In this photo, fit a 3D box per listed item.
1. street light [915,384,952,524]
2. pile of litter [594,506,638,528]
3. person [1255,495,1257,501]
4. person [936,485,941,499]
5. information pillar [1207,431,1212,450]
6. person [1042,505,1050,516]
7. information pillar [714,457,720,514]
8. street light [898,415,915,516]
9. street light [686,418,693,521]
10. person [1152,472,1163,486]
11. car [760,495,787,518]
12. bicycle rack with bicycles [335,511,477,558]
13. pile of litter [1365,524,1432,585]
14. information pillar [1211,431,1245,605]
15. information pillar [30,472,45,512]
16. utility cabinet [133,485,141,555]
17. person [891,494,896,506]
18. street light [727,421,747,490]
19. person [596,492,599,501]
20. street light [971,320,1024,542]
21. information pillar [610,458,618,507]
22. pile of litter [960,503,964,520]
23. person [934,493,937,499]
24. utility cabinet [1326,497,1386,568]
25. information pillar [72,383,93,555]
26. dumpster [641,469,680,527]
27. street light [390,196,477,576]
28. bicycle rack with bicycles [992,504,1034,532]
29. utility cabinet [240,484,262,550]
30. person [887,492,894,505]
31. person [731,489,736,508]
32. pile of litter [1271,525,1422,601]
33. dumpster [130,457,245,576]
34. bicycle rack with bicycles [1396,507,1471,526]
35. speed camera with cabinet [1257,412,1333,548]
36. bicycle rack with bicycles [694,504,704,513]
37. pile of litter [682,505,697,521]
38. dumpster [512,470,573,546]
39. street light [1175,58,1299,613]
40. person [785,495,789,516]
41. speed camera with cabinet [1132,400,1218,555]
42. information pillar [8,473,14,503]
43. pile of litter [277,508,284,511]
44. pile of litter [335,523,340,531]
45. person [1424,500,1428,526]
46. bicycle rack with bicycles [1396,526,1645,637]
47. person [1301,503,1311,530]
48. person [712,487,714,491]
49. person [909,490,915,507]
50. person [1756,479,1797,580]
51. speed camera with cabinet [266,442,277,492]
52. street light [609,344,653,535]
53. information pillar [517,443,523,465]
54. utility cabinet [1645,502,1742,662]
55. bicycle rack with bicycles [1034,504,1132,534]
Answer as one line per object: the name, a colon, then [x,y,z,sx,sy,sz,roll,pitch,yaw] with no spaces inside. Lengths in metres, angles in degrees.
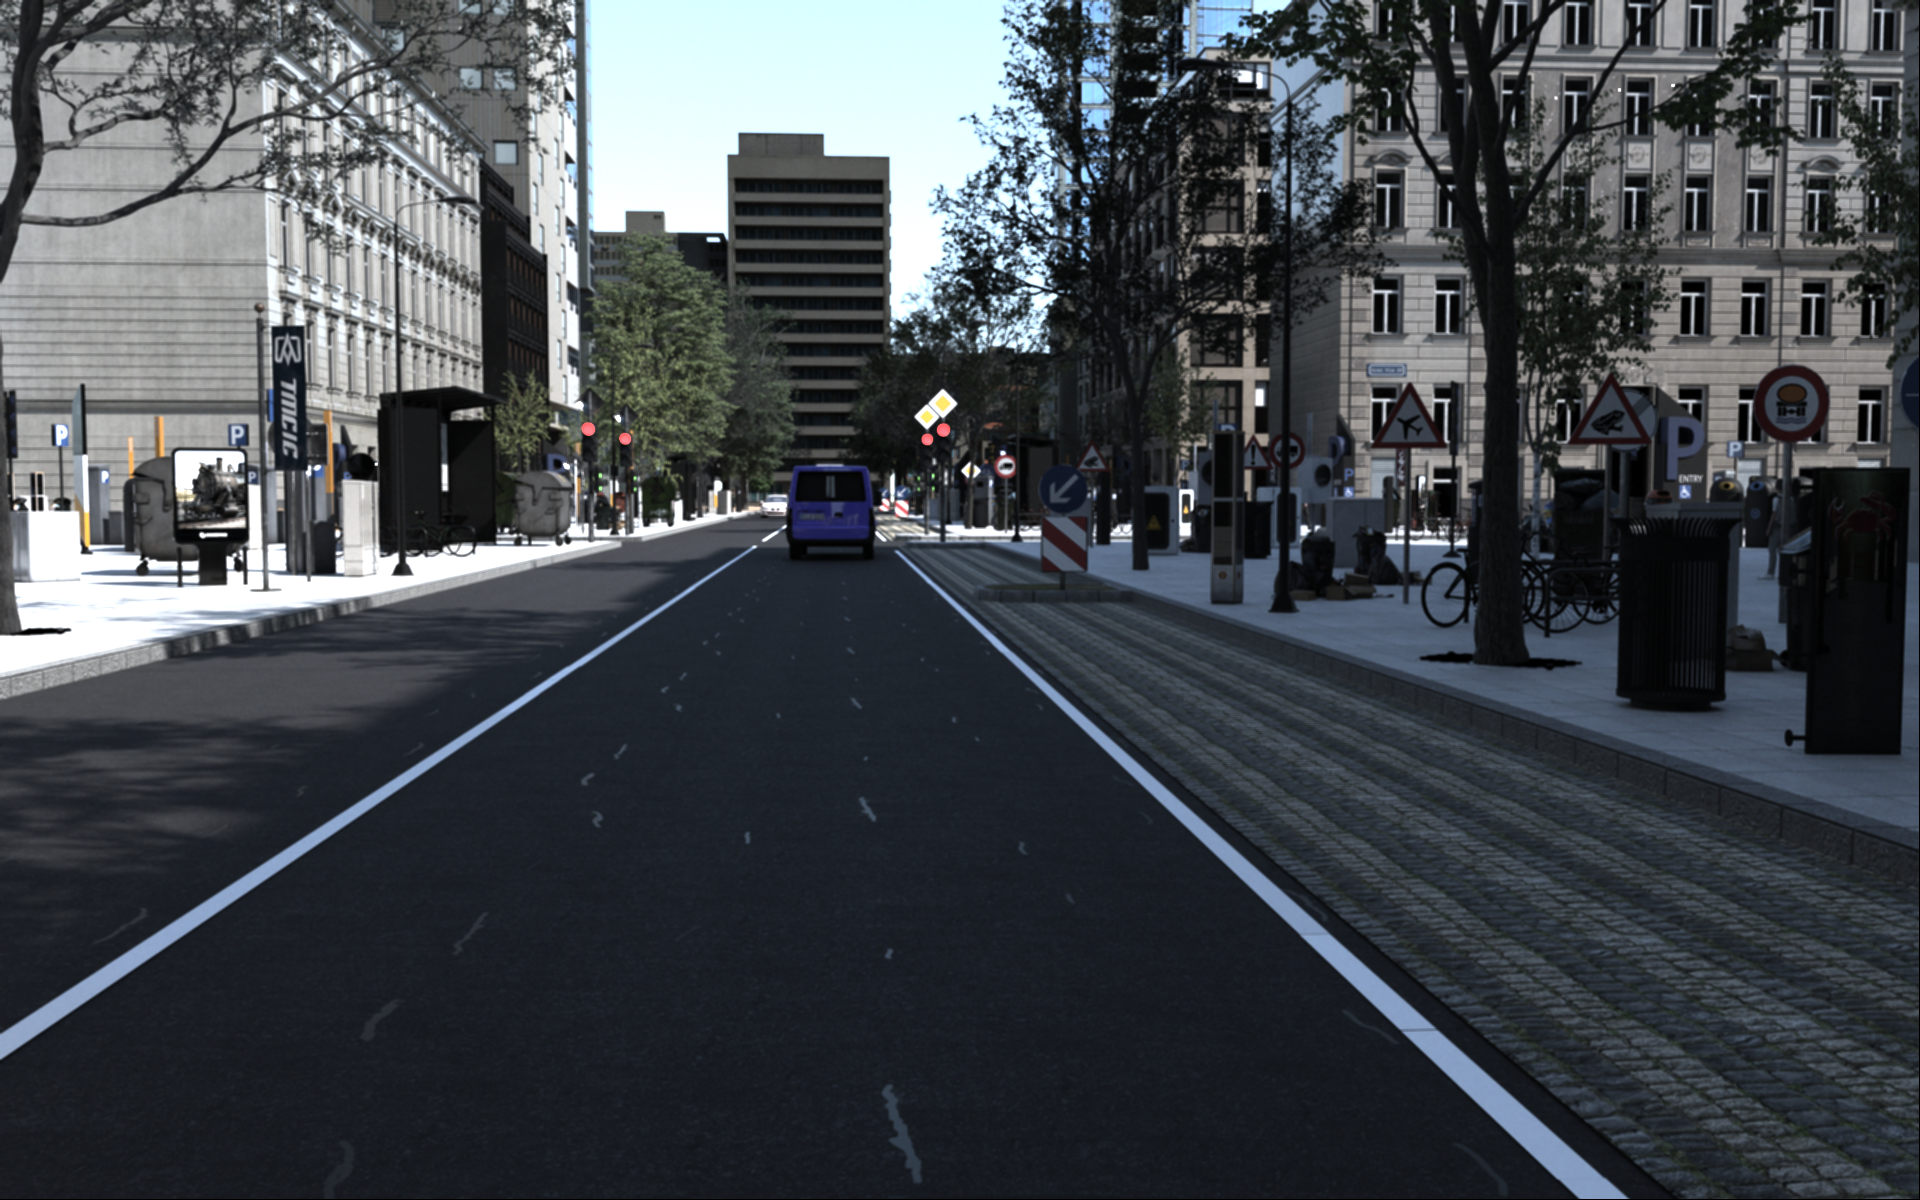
street light: [-1.026,-6.148,73.054,1.470,5.913,1.316,0,4,-4]
pile of litter: [-13.077,-3.177,65.914,1.719,0.858,1.176,0,4,-4]
person: [15.330,-4.826,89.625,0.373,1.253,0.362,1,4,19]
person: [-0.995,-5.280,92.957,0.643,1.750,0.593,1,4,15]
information pillar: [9.307,-4.456,64.217,0.504,3.616,0.183,-3,5,-43]
person: [3.405,-3.555,64.274,0.694,1.812,0.767,-1,4,-13]
information pillar: [-15.259,-7.188,108.877,0.183,3.616,0.504,3,5,40]
street light: [-3.064,-7.883,101.426,1.470,5.913,1.316,0,4,-4]
street light: [-12.183,-6.657,81.387,1.470,5.913,1.316,0,4,-4]
person: [4.513,-2.036,39.673,0.599,1.781,0.374,-3,4,-36]
car: [-11.096,-5.684,105.293,2.083,1.381,4.827,0,4,-3]
bicycle rack with bicycles: [-11.234,-1.370,35.779,2.925,0.926,2.852,1,4,17]
pile of litter: [6.115,-0.674,24.991,1.176,0.858,1.719,0,4,-7]
information pillar: [3.127,-0.963,20.230,0.304,2.012,0.304,2,4,29]
information pillar: [-31.434,-3.335,59.018,0.304,2.012,0.304,2,4,24]
utility cabinet: [-16.682,-1.691,36.322,0.318,1.500,1.173,3,4,37]
person: [-6.912,-10.980,185.581,0.705,1.823,1.348,-3,4,-36]
street light: [-14.211,-8.398,109.841,1.470,5.913,1.316,0,4,-4]
person: [-30.032,-8.352,143.328,1.217,1.736,0.721,0,4,-5]
street light: [0.992,-4.517,46.386,1.470,5.913,1.316,0,4,-4]
information pillar: [-20.600,-6.846,103.283,0.504,3.616,0.183,-2,4,-32]
pile of litter: [-0.819,-5.046,96.466,1.719,0.858,1.176,-1,4,-20]
person: [-2.030,-9.181,156.674,0.617,1.759,0.750,-2,4,-30]
utility cabinet: [6.916,-1.169,30.274,1.020,1.237,0.306,-1,4,-17]
information pillar: [-18.714,-2.784,36.867,0.504,3.616,0.183,3,5,40]
dumpster: [-11.797,-3.995,67.814,1.502,2.255,1.985,0,4,-4]
street light: [-8.220,-3.335,27.075,1.470,5.913,1.316,0,4,-4]
bicycle rack with bicycles: [2.550,-2.842,59.848,2.925,0.926,2.852,0,4,-2]
utility cabinet: [-16.356,-1.910,39.913,0.318,1.500,1.173,-2,4,-34]
person: [-8.484,-12.205,206.123,1.217,1.766,0.721,0,4,2]
person: [-20.922,-9.386,160.216,0.721,1.735,1.217,2,4,27]
pile of litter: [4.596,-0.452,21.354,1.719,0.858,1.176,-1,4,-10]
dumpster: [-12.288,-1.338,27.633,1.264,1.857,1.865,0,4,-4]
bicycle rack with bicycles: [13.359,-2.059,47.053,2.925,0.926,2.852,-2,4,-35]
speed camera with cabinet: [8.032,-2.886,41.519,2.038,3.252,0.660,-3,4,-36]
bicycle rack with bicycles: [-18.559,-6.137,113.722,2.925,0.926,2.852,2,4,27]
pile of litter: [-13.575,-4.282,83.972,1.719,0.858,1.176,1,4,19]
dumpster: [-10.369,-2.278,43.003,1.264,1.857,1.865,0,4,-4]
street light: [2.987,-2.821,18.657,1.470,5.913,1.316,0,4,-4]
person: [-7.787,-4.408,81.051,0.782,1.767,0.515,-3,5,-41]
speed camera with cabinet: [4.652,-2.570,36.349,2.038,3.252,0.660,1,4,9]
information pillar: [-33.387,-3.444,60.799,0.304,2.012,0.304,-3,4,-37]
pile of litter: [-21.260,-2.449,54.013,1.719,0.858,1.176,0,4,2]
pile of litter: [-21.829,-2.797,59.689,1.176,0.858,1.719,0,4,8]
person: [17.971,-3.433,66.421,0.590,1.304,0.306,-1,4,-23]
bicycle rack with bicycles: [5.852,-0.196,16.589,2.925,0.926,2.852,0,4,-6]
person: [12.335,-3.435,61.977,0.755,1.850,0.659,3,5,39]
person: [-17.621,-7.223,124.318,0.661,1.801,0.590,0,4,4]
person: [-4.639,-9.954,168.768,1.348,1.826,0.705,1,4,10]
person: [12.284,-1.061,25.991,0.523,1.515,0.503,2,4,35]
speed camera with cabinet: [-26.928,-4.347,65.404,2.038,3.252,0.660,-1,4,-14]
street light: [-10.191,-4.961,53.658,1.470,5.913,1.316,0,4,-4]
information pillar: [-19.969,-5.340,78.671,0.183,3.616,0.504,-3,5,-39]
utility cabinet: [5.750,-0.150,13.614,1.020,1.237,0.306,-3,5,-41]
bicycle rack with bicycles: [4.454,-2.577,55.509,2.852,0.926,2.925,-2,4,-30]
